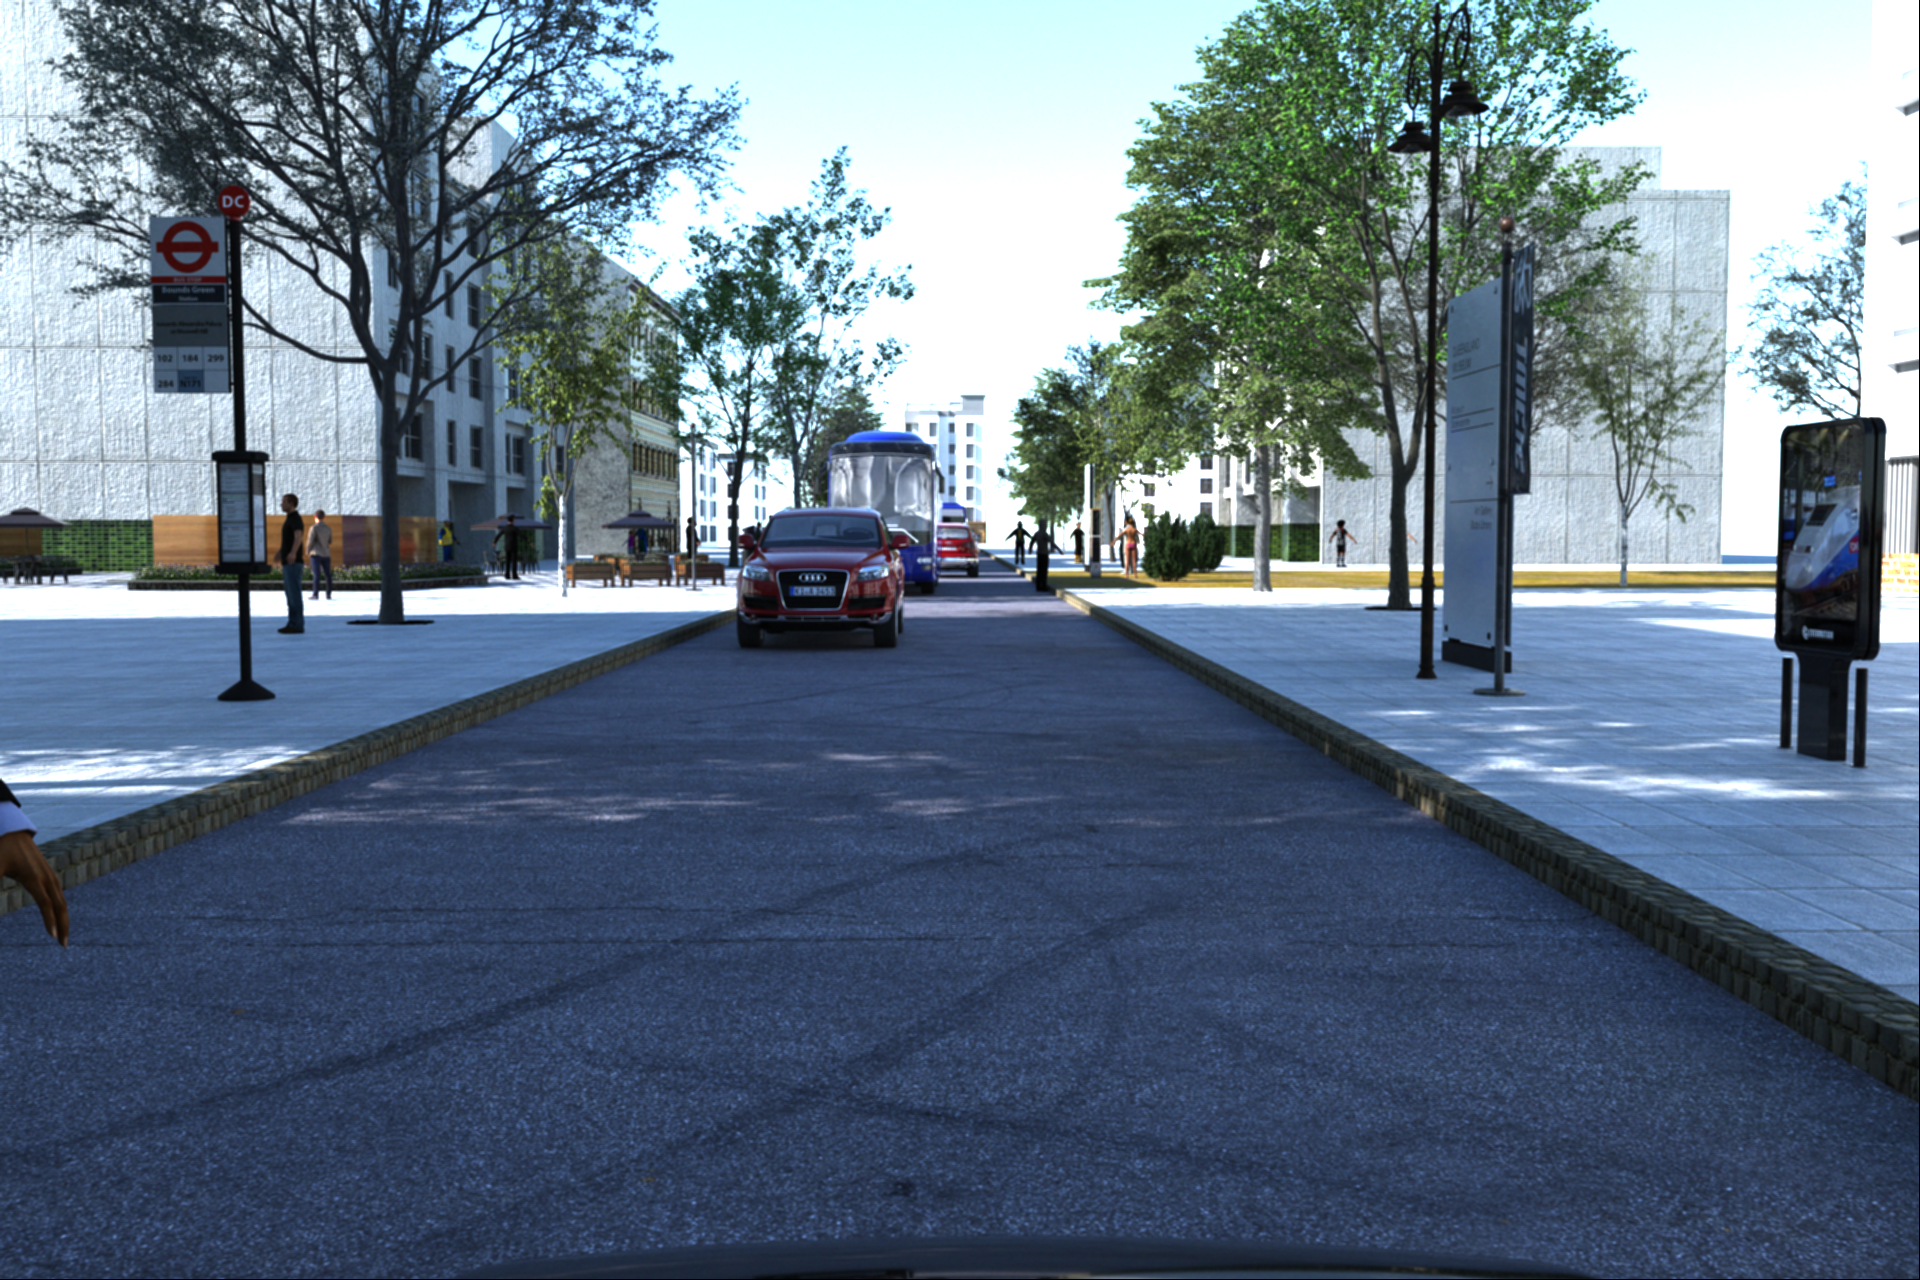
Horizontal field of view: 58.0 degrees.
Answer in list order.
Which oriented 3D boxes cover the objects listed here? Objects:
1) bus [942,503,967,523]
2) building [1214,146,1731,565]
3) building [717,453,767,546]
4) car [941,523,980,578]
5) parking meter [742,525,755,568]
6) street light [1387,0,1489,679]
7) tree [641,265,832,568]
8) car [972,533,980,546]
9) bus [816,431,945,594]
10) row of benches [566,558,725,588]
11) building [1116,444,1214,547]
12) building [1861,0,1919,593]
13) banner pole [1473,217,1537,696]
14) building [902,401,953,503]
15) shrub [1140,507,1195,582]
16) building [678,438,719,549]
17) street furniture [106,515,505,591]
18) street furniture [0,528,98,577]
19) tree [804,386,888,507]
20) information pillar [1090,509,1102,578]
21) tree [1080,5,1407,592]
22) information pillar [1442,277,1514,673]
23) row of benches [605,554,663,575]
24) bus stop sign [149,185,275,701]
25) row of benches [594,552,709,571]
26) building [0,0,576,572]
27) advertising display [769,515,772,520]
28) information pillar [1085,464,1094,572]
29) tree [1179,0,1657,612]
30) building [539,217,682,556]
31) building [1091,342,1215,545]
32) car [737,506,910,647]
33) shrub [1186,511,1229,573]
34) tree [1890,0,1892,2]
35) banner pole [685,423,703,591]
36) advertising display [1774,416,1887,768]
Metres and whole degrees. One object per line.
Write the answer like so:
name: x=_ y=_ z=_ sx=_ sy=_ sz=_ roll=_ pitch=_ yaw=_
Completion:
bus: x=-0.818 y=-8.841 z=136.095 sx=2.896 sy=3.916 sz=12.251 roll=0 pitch=4 yaw=0
building: x=23.551 y=-13.531 z=87.693 sx=16.747 sy=18.905 sz=31.486 roll=0 pitch=3 yaw=0
building: x=-25.932 y=-15.351 z=193.132 sx=9.099 sy=9.664 sz=28.070 roll=0 pitch=4 yaw=0
car: x=-0.428 y=-3.051 z=58.552 sx=2.281 sy=1.827 sz=5.304 roll=0 pitch=4 yaw=-1
parking meter: x=-5.967 y=-2.475 z=48.871 sx=0.372 sy=1.533 sz=0.369 roll=0 pitch=3 yaw=0
street light: x=4.153 y=-2.596 z=15.240 sx=0.468 sy=5.910 sz=1.993 roll=0 pitch=4 yaw=-1
tree: x=-8.519 y=-8.585 z=66.121 sx=9.928 sy=11.665 sz=9.643 roll=0 pitch=3 yaw=0
car: x=0.402 y=-6.700 z=119.131 sx=1.945 sy=1.707 sz=3.694 roll=0 pitch=4 yaw=-1
bus: x=-1.784 y=-3.258 z=44.821 sx=2.896 sy=3.916 sz=12.251 roll=0 pitch=3 yaw=0
row of benches: x=-7.825 y=-1.664 z=42.665 sx=4.104 sy=0.672 sz=1.422 roll=-2 pitch=4 yaw=-31
building: x=21.564 y=-14.275 z=175.549 sx=9.099 sy=9.664 sz=28.070 roll=0 pitch=4 yaw=0
building: x=25.575 y=-11.048 z=37.061 sx=16.016 sy=20.090 sz=11.380 roll=0 pitch=4 yaw=-1
banner pole: x=4.324 y=-1.439 z=13.542 sx=0.401 sy=3.779 sz=0.863 roll=0 pitch=4 yaw=-1
building: x=-7.529 y=-23.168 z=237.673 sx=11.380 sy=20.090 sz=16.016 roll=0 pitch=4 yaw=-4
shrub: x=5.612 y=-2.595 z=46.843 sx=1.690 sy=2.028 sz=1.600 roll=0 pitch=3 yaw=0
building: x=-26.996 y=-13.419 z=161.545 sx=9.099 sy=9.664 sz=28.070 roll=0 pitch=4 yaw=-1
street furniture: x=-15.418 y=-2.103 z=41.231 sx=11.010 sy=1.723 sz=9.812 roll=0 pitch=4 yaw=7
street furniture: x=-31.369 y=-2.754 z=51.883 sx=11.010 sy=1.723 sz=9.812 roll=1 pitch=4 yaw=8
tree: x=-8.255 y=-13.052 z=131.534 sx=7.486 sy=12.596 sz=7.792 roll=0 pitch=3 yaw=0
information pillar: x=3.961 y=-2.814 z=50.503 sx=0.304 sy=2.012 sz=0.304 roll=0 pitch=4 yaw=0
tree: x=6.333 y=-7.331 z=37.990 sx=7.486 sy=12.596 sz=7.792 roll=0 pitch=3 yaw=0
information pillar: x=4.994 y=-1.552 z=16.692 sx=0.184 sy=3.620 sz=1.656 roll=0 pitch=4 yaw=-1
row of benches: x=-9.961 y=-2.296 z=53.010 sx=1.422 sy=0.672 sz=4.104 roll=-2 pitch=4 yaw=-28
bus stop sign: x=-5.775 y=-1.508 z=13.366 sx=0.855 sy=3.939 sz=0.416 roll=0 pitch=4 yaw=0
row of benches: x=-10.793 y=-2.733 z=60.151 sx=4.104 sy=0.672 sz=1.422 roll=-2 pitch=4 yaw=-26
building: x=-28.144 y=-12.662 z=73.489 sx=16.747 sy=18.905 sz=31.486 roll=0 pitch=4 yaw=-1
advertising display: x=-6.351 y=-3.264 z=58.588 sx=0.123 sy=1.923 sz=0.974 roll=0 pitch=4 yaw=1
information pillar: x=4.378 y=-4.115 z=58.599 sx=0.184 sy=3.620 sz=1.656 roll=0 pitch=4 yaw=-1
tree: x=7.527 y=-6.318 z=29.054 sx=9.928 sy=11.665 sz=9.643 roll=0 pitch=3 yaw=0
building: x=-28.745 y=-17.122 z=110.870 sx=19.493 sy=23.208 sz=18.063 roll=0 pitch=3 yaw=0
building: x=25.233 y=-22.836 z=204.296 sx=19.493 sy=23.208 sz=18.063 roll=0 pitch=4 yaw=0
car: x=-1.811 y=-0.912 z=23.589 sx=2.281 sy=1.827 sz=5.304 roll=0 pitch=4 yaw=0
shrub: x=7.925 y=-3.219 z=56.667 sx=1.661 sy=2.075 sz=1.752 roll=0 pitch=3 yaw=0
tree: x=7.285 y=-3.654 z=10.110 sx=4.737 sy=8.622 sz=4.395 roll=0 pitch=3 yaw=0
banner pole: x=-6.025 y=-3.017 z=39.344 sx=0.401 sy=3.779 sz=0.863 roll=0 pitch=4 yaw=-1
advertising display: x=4.959 y=-0.288 z=9.916 sx=0.123 sy=1.923 sz=0.974 roll=0 pitch=4 yaw=0
